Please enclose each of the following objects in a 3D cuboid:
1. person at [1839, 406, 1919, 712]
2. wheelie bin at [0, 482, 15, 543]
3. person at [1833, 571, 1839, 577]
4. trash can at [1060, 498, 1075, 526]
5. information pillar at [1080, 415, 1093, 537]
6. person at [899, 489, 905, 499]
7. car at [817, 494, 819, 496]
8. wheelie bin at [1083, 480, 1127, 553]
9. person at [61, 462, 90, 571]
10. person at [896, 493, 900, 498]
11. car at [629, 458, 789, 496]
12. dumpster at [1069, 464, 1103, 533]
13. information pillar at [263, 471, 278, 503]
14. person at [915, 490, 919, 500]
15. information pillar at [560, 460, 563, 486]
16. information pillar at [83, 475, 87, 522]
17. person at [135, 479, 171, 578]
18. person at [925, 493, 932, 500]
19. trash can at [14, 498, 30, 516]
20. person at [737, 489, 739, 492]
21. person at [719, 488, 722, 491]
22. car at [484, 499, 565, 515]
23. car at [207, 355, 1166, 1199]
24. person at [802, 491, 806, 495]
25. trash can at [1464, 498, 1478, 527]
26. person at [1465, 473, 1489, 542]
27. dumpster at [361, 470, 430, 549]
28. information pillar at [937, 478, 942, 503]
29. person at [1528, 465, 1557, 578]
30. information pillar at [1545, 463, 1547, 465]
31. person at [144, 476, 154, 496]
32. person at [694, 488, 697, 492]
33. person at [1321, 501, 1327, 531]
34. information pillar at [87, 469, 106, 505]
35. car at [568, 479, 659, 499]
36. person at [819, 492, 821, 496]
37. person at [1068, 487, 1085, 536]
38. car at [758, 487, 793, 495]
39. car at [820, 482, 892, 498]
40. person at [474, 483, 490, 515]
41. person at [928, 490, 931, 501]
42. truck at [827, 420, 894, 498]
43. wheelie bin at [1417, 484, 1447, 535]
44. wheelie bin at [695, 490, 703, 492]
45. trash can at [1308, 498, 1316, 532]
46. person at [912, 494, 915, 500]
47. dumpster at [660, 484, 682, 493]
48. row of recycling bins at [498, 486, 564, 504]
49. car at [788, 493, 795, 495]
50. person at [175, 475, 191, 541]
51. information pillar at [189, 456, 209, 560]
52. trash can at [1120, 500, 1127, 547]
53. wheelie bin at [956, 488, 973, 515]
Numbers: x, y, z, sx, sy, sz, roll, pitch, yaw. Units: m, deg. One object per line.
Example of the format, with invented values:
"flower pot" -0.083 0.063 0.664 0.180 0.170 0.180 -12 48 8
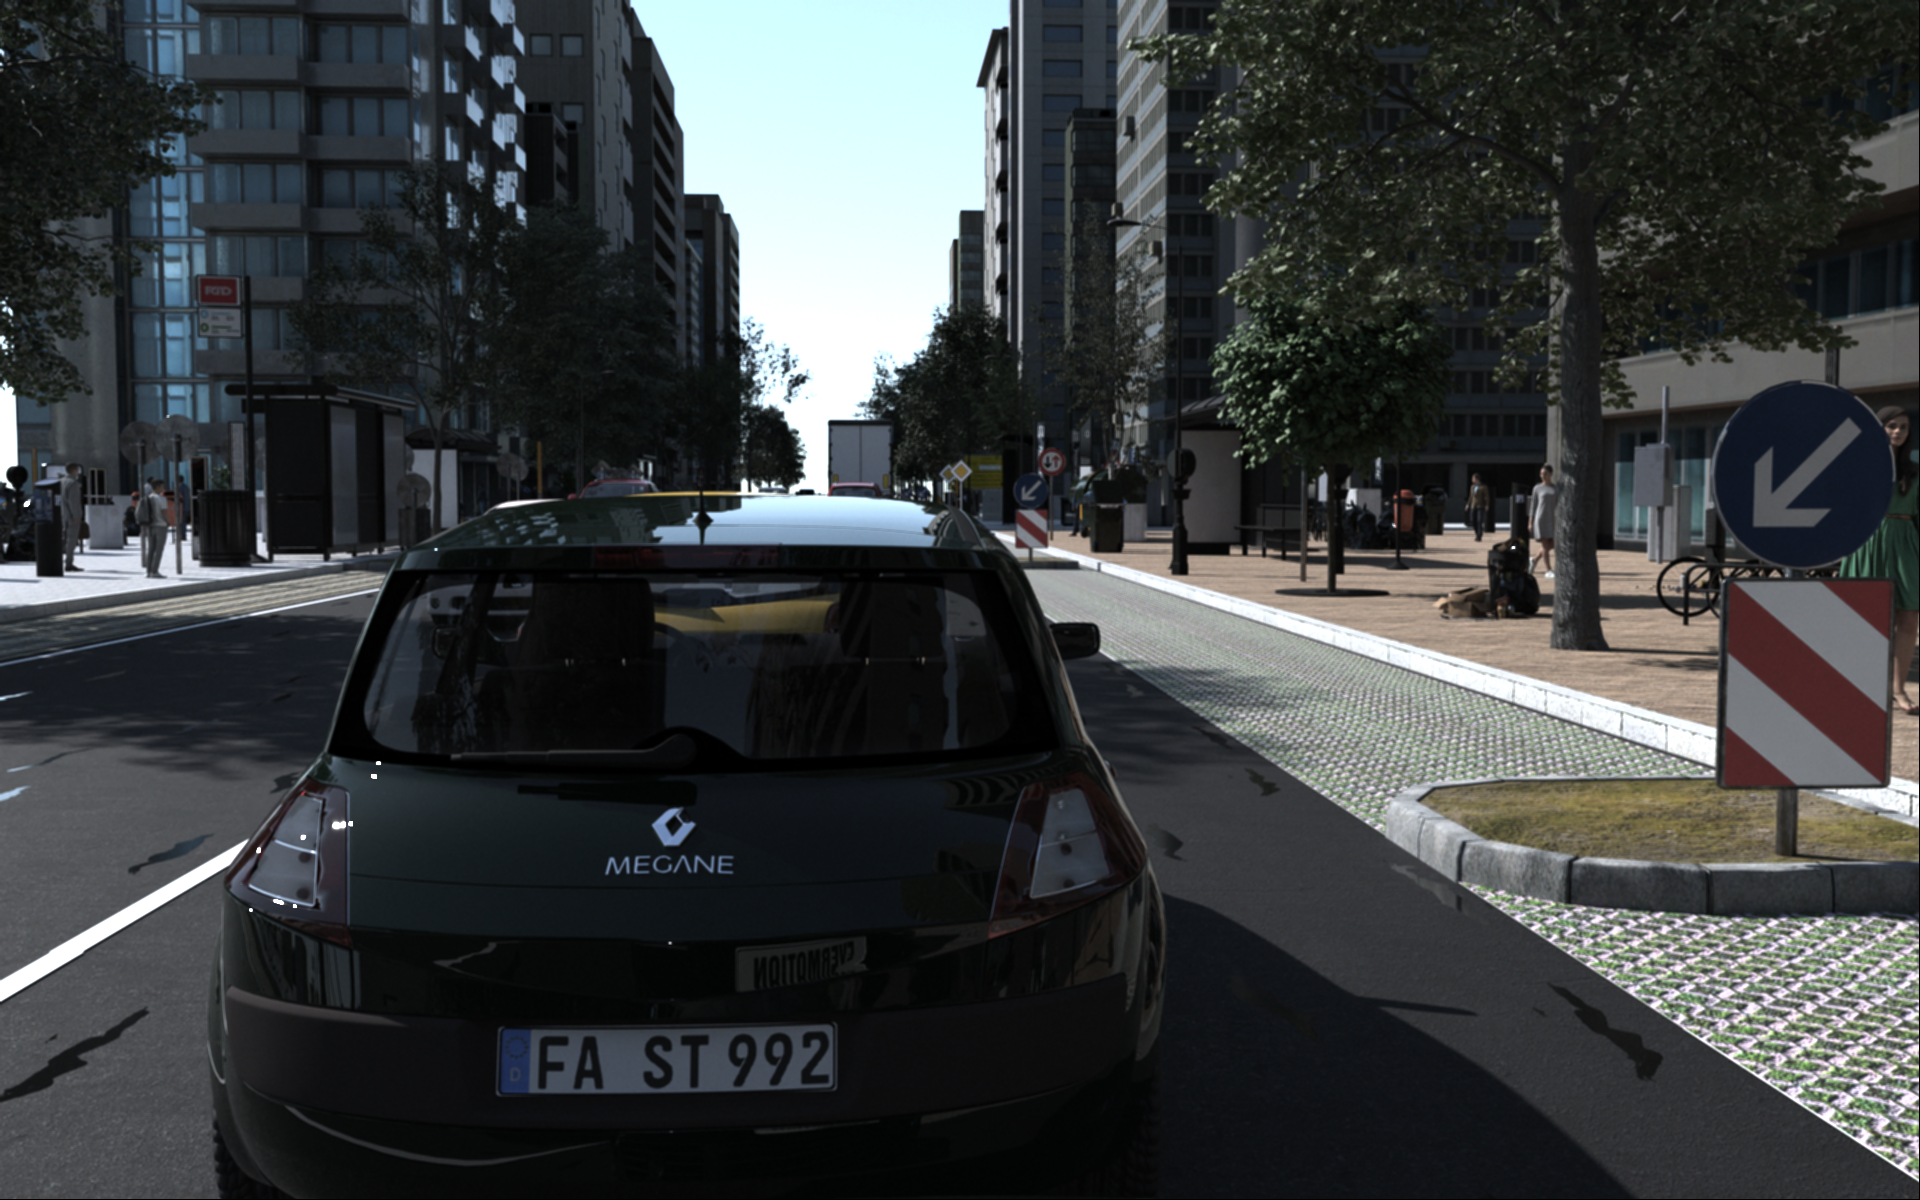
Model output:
"person" 5.459 -0.240 10.214 0.600 1.795 0.529 0 4 -5
"wheelie bin" -25.123 -2.285 45.266 0.980 1.594 0.693 2 4 26
"person" 10.257 -0.593 20.009 0.640 1.303 0.475 0 4 -1
"trash can" 4.372 -3.552 69.735 0.748 1.137 0.748 0 3 0
"information pillar" 3.782 -3.691 51.699 0.183 3.616 0.504 -3 4 -39
"person" -3.823 -6.747 119.409 0.593 1.750 0.643 -2 4 -29
"car" -20.123 -14.074 239.696 1.945 1.707 3.694 0 4 -4
"wheelie bin" 3.166 -1.848 38.122 0.980 1.594 0.693 -1 4 -12
"person" -14.795 -1.386 28.819 0.709 1.813 0.853 2 4 33
"person" -9.046 -14.949 253.697 0.421 1.427 0.697 2 4 31
"car" -1.259 0.066 9.139 2.015 1.641 3.980 0 4 -4
"dumpster" 4.390 -3.294 56.356 1.502 2.255 1.985 0 4 -3
"information pillar" -20.093 -2.815 50.523 0.304 2.012 0.304 -3 5 -45
"person" -3.824 -9.146 157.055 0.593 1.643 0.415 0 4 -2
"information pillar" -24.062 -6.928 104.622 0.183 3.616 0.504 0 4 -5
"information pillar" -33.446 -3.762 66.006 0.304 2.012 0.304 2 4 30
"person" -12.315 -1.090 26.463 0.503 1.515 0.523 -1 4 -16
"person" -3.734 -11.412 192.267 1.348 1.869 0.705 0 4 5
"trash can" -37.270 -3.504 68.949 0.748 1.137 0.748 0 3 0
"person" -20.534 -9.412 160.872 0.756 1.711 0.436 0 4 2
"person" -22.015 -9.345 158.963 0.705 1.807 1.348 0 4 4
"car" -4.832 -0.488 20.336 2.083 1.381 4.827 0 4 -1
"car" -0.551 0.312 4.693 2.009 1.686 4.222 0 4 -3
"person" -13.887 -8.931 155.329 0.445 1.727 0.742 -3 4 -37
"trash can" 19.843 -3.387 67.024 0.748 1.137 0.748 0 3 0
"person" 14.048 -2.512 47.032 0.656 1.842 0.836 2 4 24
"dumpster" -13.280 -2.136 40.678 1.264 1.857 1.865 0 4 -4
"information pillar" -1.333 -7.608 115.747 0.183 3.616 0.504 -2 4 -34
"person" 8.970 -1.212 26.614 0.466 1.731 0.760 -2 4 -24
"information pillar" 14.139 -2.253 41.326 0.304 2.012 0.304 0 4 -3
"person" -25.660 -2.981 54.633 0.661 1.843 0.795 2 4 30
"person" -20.359 -7.757 133.267 0.661 1.777 0.834 2 4 31
"person" 13.512 -3.360 63.923 0.515 1.767 0.782 2 4 30
"information pillar" -24.837 -2.779 49.931 0.304 2.012 0.304 2 4 31
"car" -8.418 -2.087 42.795 2.281 1.827 5.304 0 4 -4
"person" -21.989 -16.043 270.878 1.350 1.814 0.705 -2 4 -30
"person" 3.697 -2.851 52.835 0.721 1.800 0.419 1 4 17
"car" -10.193 -5.230 94.180 2.281 1.827 5.304 0 4 -4
"car" -3.292 -2.803 54.507 2.281 1.827 5.304 0 4 -2
"person" -24.130 -4.971 87.309 0.794 1.824 0.713 -3 5 -40
"person" -4.126 -14.159 237.687 0.705 1.807 1.348 -1 4 -23
"truck" -4.065 -5.008 70.788 2.839 4.237 11.283 0 4 -3
"wheelie bin" 14.833 -2.837 54.288 0.980 1.594 0.693 -1 4 -22
"wheelie bin" -18.155 -6.899 120.706 0.980 1.594 0.693 2 4 25
"trash can" 11.845 -2.925 59.484 0.748 1.137 0.748 0 3 0
"person" -5.129 -11.149 191.564 0.421 1.427 0.697 3 5 40
"dumpster" -16.853 -5.822 100.940 1.264 1.857 1.865 0 4 -3
"row of recycling bins" -21.410 -4.852 86.447 1.069 1.692 3.534 3 5 44
"car" -13.799 -7.870 137.715 2.155 1.783 4.494 0 4 -2
"person" -21.416 -2.535 47.678 0.419 1.800 0.721 0 4 -8
"information pillar" -14.802 -1.788 33.732 0.304 2.012 0.304 -1 4 -17
"trash can" 3.460 -1.722 39.814 0.748 1.137 0.748 0 3 0
"wheelie bin" 0.241 -4.810 86.552 0.693 1.594 0.980 -2 4 -23
